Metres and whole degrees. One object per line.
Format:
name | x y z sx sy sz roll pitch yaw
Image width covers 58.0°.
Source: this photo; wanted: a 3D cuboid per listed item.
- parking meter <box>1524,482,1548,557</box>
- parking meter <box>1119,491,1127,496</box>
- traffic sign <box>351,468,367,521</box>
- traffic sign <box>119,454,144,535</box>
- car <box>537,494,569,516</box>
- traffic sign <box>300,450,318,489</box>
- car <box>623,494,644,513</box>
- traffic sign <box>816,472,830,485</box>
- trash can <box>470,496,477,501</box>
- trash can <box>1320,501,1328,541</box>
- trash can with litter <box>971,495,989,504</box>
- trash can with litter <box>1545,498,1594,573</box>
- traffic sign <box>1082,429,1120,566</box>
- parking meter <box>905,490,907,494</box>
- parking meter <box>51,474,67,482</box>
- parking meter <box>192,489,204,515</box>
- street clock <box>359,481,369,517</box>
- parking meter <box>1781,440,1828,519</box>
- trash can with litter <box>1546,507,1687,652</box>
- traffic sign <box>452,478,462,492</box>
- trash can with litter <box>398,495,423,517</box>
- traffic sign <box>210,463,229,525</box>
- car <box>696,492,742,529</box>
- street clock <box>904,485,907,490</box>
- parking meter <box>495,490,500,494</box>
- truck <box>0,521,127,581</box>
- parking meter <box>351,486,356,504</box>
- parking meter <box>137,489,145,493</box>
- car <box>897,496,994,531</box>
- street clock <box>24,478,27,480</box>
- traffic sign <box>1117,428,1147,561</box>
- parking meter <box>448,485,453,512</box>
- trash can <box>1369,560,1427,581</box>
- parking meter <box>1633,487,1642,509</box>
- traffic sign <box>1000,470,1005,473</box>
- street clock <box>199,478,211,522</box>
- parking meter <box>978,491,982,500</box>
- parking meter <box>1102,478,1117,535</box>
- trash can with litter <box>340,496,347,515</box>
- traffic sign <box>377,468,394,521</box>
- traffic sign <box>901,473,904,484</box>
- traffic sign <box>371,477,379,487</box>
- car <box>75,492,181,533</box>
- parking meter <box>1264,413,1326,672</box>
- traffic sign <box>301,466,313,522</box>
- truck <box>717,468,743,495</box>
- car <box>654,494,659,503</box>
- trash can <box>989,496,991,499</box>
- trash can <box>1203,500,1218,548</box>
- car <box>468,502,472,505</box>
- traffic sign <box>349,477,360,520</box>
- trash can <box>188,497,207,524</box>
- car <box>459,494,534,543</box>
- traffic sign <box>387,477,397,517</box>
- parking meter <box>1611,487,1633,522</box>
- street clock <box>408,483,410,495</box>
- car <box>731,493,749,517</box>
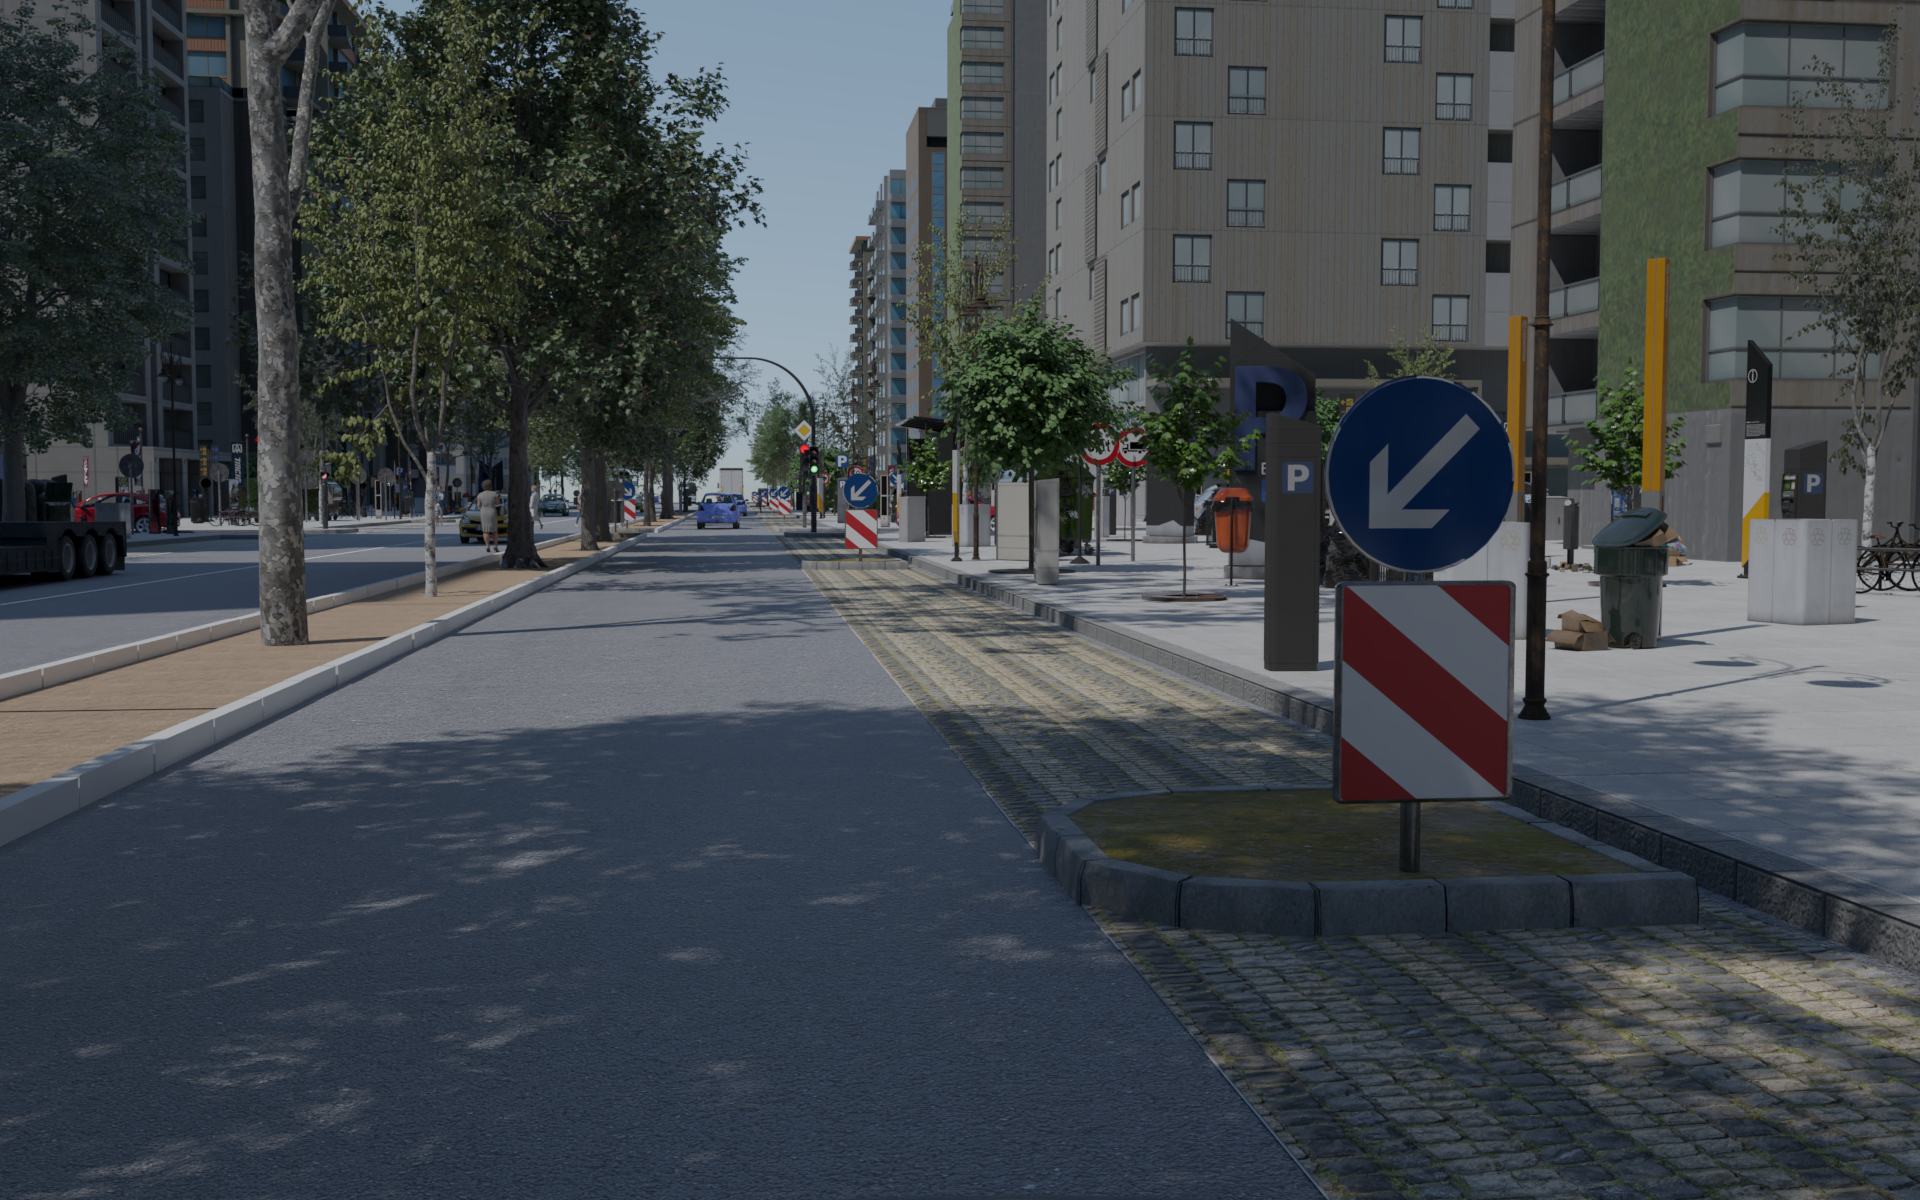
parking meter | 11.630 -1.639 35.206 0.372 1.533 0.369 0 3 0
parking meter | 6.887 -3.948 72.959 0.372 1.533 0.369 0 3 0
traffic sign | -28.767 -5.062 82.864 0.768 2.556 0.104 0 4 -2
traffic sign | -26.052 -3.325 54.476 0.768 2.556 0.104 0 4 -4
car | -26.451 -6.167 112.622 2.131 1.459 4.920 -1 4 -9
traffic sign | -31.020 -5.303 80.584 2.265 3.308 0.079 0 4 0
car | -25.472 -7.628 134.939 2.015 1.641 3.980 0 4 -6
traffic sign | -7.874 -6.090 99.676 0.768 2.556 0.104 0 4 -4
trash can | -38.295 -7.642 136.606 0.748 1.137 0.748 0 3 0
trash can | 7.824 -1.646 38.561 0.748 1.137 0.748 0 3 0
trash can with litter | 1.146 -5.423 99.722 2.233 1.210 1.678 2 4 28
trash can with litter | 10.214 -1.107 29.155 1.678 1.210 2.233 1 4 13
traffic sign | 2.480 -1.890 31.014 0.768 2.556 0.104 0 4 1
parking meter | -2.855 -5.152 92.653 0.372 1.533 0.369 0 3 0
parking meter | -26.573 -2.777 51.122 0.255 1.863 0.399 2 4 30
parking meter | -41.696 -5.271 94.588 0.372 1.533 0.369 0 3 0
street clock | -32.645 -5.524 94.894 0.471 2.002 0.358 1 4 19
parking meter | 9.157 -0.802 18.817 0.399 1.863 0.255 -1 4 -11
trash can with litter | 5.416 -0.180 14.325 1.055 1.170 0.624 -2 4 -28
traffic sign | -39.457 -8.307 135.921 0.768 2.556 0.104 0 4 -2
trash can with litter | -30.733 -5.272 97.249 1.678 1.210 2.233 1 4 9
traffic sign | -30.614 -4.373 71.608 0.768 2.556 0.104 0 4 -6
car | -10.019 -3.812 71.913 1.945 1.707 3.694 0 4 -6
street clock | -4.292 -8.227 139.089 0.358 2.002 0.471 2 4 29
parking meter | -32.614 -6.956 122.136 0.372 1.533 0.369 0 3 0
truck | -14.791 -1.955 21.715 2.967 4.110 18.799 -1 4 -9
parking meter | -41.305 -6.877 118.142 0.399 1.863 0.255 3 5 40
parking meter | -38.364 -4.447 81.118 0.372 1.533 0.369 0 3 0
car | -0.058 -3.302 63.020 4.494 1.783 2.155 0 4 -8
street clock | -41.934 -4.468 77.626 0.358 2.002 0.471 -2 4 -34
traffic sign | 3.302 -2.011 32.990 0.768 2.556 0.104 0 4 -2
parking meter | -33.843 -6.679 114.908 0.255 1.863 0.399 0 4 1
trash can | 4.736 -0.432 18.723 0.748 1.137 0.748 0 3 0
parking meter | 13.213 -1.696 33.446 0.399 1.863 0.255 2 4 23
traffic sign | 1.642 -3.438 56.317 0.768 2.556 0.104 0 4 -4
street clock | -34.155 -4.517 78.431 0.471 2.002 0.358 -3 4 -37
parking meter | 1.278 -6.616 116.589 0.372 1.533 0.369 0 3 0
parking meter | 4.660 -2.953 53.996 0.399 1.863 0.255 -1 4 -16
trash can with litter | -37.754 -5.813 106.106 1.678 1.210 2.233 0 4 -1
traffic sign | -27.773 -5.116 83.747 0.768 2.556 0.104 0 4 -4
traffic sign | -3.651 -6.224 101.876 0.768 2.556 0.104 0 4 -3
traffic sign | -35.644 -6.335 105.712 0.606 2.300 0.079 0 4 1
car | -29.530 -3.125 60.128 4.494 1.783 2.155 0 4 -7
parking meter | 2.430 -0.420 12.583 0.399 1.863 0.255 0 4 -3
traffic sign | -29.711 -4.806 78.681 0.768 2.556 0.104 0 4 -1
truck | -25.254 -12.348 190.795 2.839 4.237 11.283 -1 4 -9
car | -45.642 -15.265 259.173 1.945 1.707 3.694 0 4 -8
trash can | 2.317 -6.351 115.489 0.748 1.137 0.748 0 3 0
trash can | 6.146 -1.801 41.103 0.748 1.137 0.748 0 3 0
car | -23.062 -4.471 85.095 2.014 1.417 4.499 0 4 -6
traffic sign | -30.059 -5.273 86.322 0.768 2.556 0.104 0 4 -3
trash can | -33.174 -3.899 75.399 0.748 1.137 0.748 0 3 0
car | -13.806 -2.534 51.662 2.015 1.641 3.980 0 4 -5
traffic sign | -31.323 -5.748 95.167 0.795 2.450 0.064 0 4 -3
parking meter | 12.324 -1.460 32.277 0.372 1.533 0.369 0 3 0
street clock | -36.321 -6.675 113.707 0.358 2.002 0.471 2 4 31
car | -14.551 -6.221 111.309 1.945 1.707 3.694 0 4 -6
